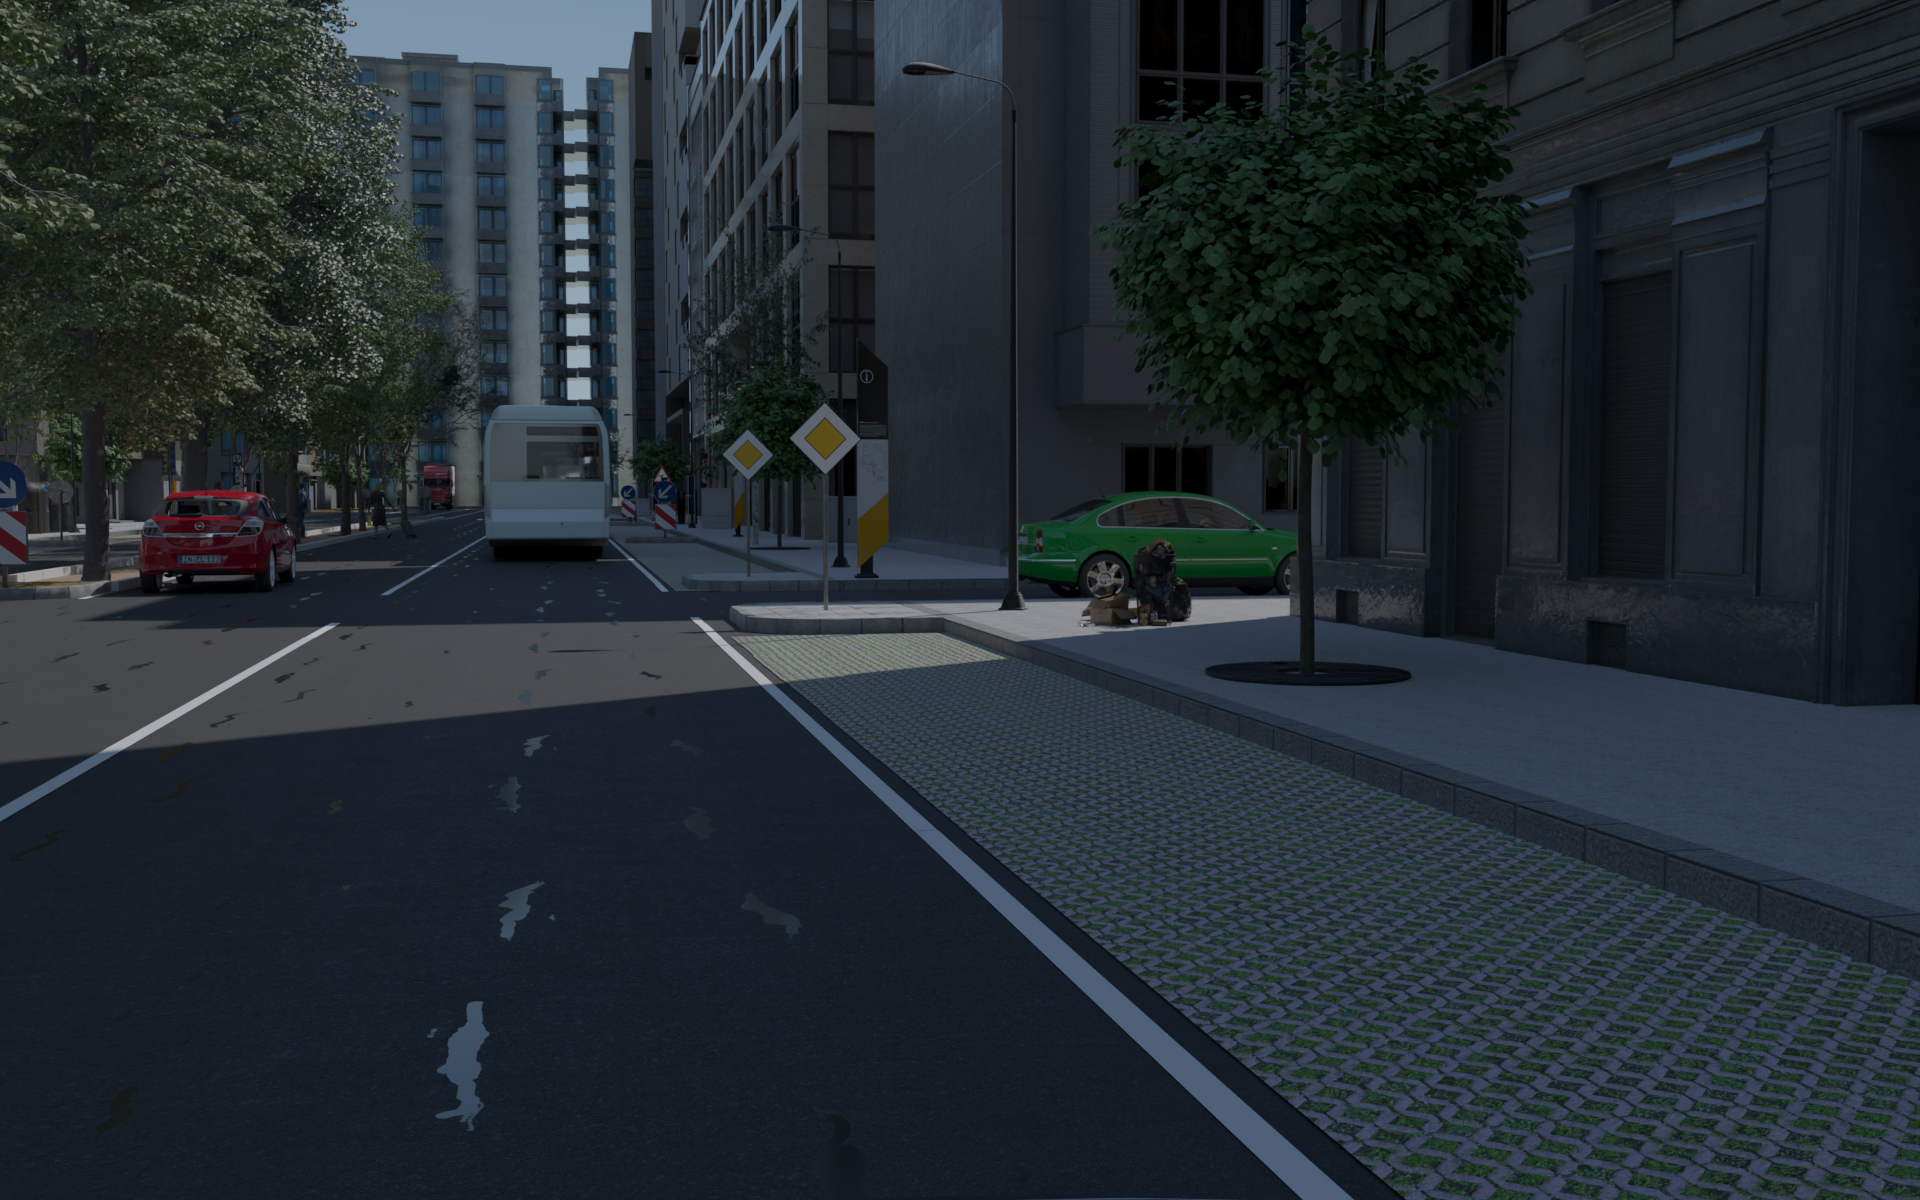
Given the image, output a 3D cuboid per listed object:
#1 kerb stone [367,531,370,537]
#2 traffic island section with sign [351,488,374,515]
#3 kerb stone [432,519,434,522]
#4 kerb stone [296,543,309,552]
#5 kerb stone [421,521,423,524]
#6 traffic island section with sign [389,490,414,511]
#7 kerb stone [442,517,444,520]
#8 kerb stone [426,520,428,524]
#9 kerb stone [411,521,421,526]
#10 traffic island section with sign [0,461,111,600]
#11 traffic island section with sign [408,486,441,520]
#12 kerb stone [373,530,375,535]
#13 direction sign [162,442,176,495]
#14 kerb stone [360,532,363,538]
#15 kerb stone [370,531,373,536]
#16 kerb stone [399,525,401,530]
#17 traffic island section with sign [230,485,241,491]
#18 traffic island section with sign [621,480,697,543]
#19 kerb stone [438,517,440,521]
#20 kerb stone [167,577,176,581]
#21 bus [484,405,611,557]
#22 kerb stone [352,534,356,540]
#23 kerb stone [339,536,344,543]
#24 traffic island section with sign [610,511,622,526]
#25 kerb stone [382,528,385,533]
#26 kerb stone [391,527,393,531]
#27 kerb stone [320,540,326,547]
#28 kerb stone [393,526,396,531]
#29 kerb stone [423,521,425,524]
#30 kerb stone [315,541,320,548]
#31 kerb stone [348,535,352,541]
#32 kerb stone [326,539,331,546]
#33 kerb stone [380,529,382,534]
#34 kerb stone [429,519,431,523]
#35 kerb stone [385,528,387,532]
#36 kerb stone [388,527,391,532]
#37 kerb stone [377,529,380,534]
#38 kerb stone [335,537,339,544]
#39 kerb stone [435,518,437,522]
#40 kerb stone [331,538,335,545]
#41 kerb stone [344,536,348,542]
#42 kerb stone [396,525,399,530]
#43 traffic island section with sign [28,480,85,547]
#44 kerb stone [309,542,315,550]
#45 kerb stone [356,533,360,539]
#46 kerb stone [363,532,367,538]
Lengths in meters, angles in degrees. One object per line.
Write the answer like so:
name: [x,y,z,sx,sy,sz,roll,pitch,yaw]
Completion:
kerb stone: [-19.899,-2.180,57.833,0.120,0.150,1.000,-1,4,-13]
traffic island section with sign: [-42.002,-6.964,122.485,1.989,1.847,2.006,-1,4,-13]
kerb stone: [-26.596,-3.952,86.816,0.120,0.150,1.000,-1,4,-13]
kerb stone: [-16.660,-1.320,43.823,0.120,0.150,1.000,-1,4,-13]
kerb stone: [-24.984,-3.522,79.831,0.120,0.150,1.000,-1,4,-13]
traffic island section with sign: [-48.334,-8.638,149.853,1.989,1.847,2.006,-1,4,-13]
kerb stone: [-28.212,-4.381,93.822,0.120,0.150,1.000,-1,4,-13]
kerb stone: [-25.668,-3.708,82.824,0.120,0.150,1.000,-1,4,-13]
kerb stone: [-24.753,-3.464,78.835,0.120,0.150,1.000,-1,4,-13]
traffic island section with sign: [-13.215,-0.987,24.270,2.006,1.907,1.989,-1,4,-13]
traffic island section with sign: [-30.147,-5.465,97.483,2.006,1.907,1.989,-1,4,-13]
kerb stone: [-20.360,-2.296,59.832,0.120,0.150,1.000,-1,4,-13]
direction sign: [-32.077,-4.787,70.272,0.876,3.537,0.379,2,4,32]
kerb stone: [-19.436,-2.058,55.839,0.120,0.150,1.000,-1,4,-13]
kerb stone: [-20.127,-2.240,58.833,0.120,0.150,1.000,-1,4,-13]
kerb stone: [-22.438,-2.852,68.829,0.120,0.150,1.000,-1,4,-13]
traffic island section with sign: [-30.702,-3.973,73.589,1.989,1.847,2.006,-1,4,-13]
traffic island section with sign: [-8.812,-2.584,50.877,1.989,1.847,2.006,-1,4,-13]
kerb stone: [-27.523,-4.197,90.821,0.120,0.150,1.000,-1,4,-13]
kerb stone: [-13.201,-0.406,28.840,0.120,0.150,1.000,-1,4,-13]
bus: [-10.138,-2.915,42.525,2.948,3.499,13.247,-1,4,-13]
kerb stone: [-18.973,-1.930,53.842,0.120,0.150,1.000,-1,4,-13]
kerb stone: [-18.283,-1.752,50.835,0.120,0.150,1.000,-1,4,-13]
traffic island section with sign: [-15.037,-4.231,77.801,1.989,1.847,2.006,-1,4,-13]
kerb stone: [-21.052,-2.481,62.839,0.120,0.150,1.000,-1,4,-13]
kerb stone: [-21.748,-2.669,65.833,0.120,0.150,1.000,-1,4,-13]
kerb stone: [-17.353,-1.495,46.833,0.120,0.150,1.000,-1,4,-13]
kerb stone: [-21.979,-2.730,66.829,0.120,0.150,1.000,-1,4,-13]
kerb stone: [-25.208,-3.586,80.829,0.120,0.150,1.000,-1,4,-13]
kerb stone: [-17.122,-1.445,45.828,0.120,0.150,1.000,-1,4,-13]
kerb stone: [-18.742,-1.871,52.846,0.120,0.150,1.000,-1,4,-13]
kerb stone: [-17.583,-1.568,47.837,0.120,0.150,1.000,-1,4,-13]
kerb stone: [-20.823,-2.422,61.835,0.120,0.150,1.000,-1,4,-13]
kerb stone: [-26.134,-3.824,84.824,0.120,0.150,1.000,-1,4,-13]
kerb stone: [-21.294,-2.547,63.832,0.120,0.150,1.000,-1,4,-13]
kerb stone: [-21.516,-2.608,64.830,0.120,0.150,1.000,-1,4,-13]
kerb stone: [-20.586,-2.363,60.832,0.120,0.150,1.000,-1,4,-13]
kerb stone: [-18.059,-1.691,49.838,0.120,0.150,1.000,-1,4,-13]
kerb stone: [-27.064,-4.074,88.826,0.120,0.150,1.000,-1,4,-13]
kerb stone: [-17.819,-1.626,48.838,0.120,0.150,1.000,-1,4,-13]
kerb stone: [-18.512,-1.814,51.848,0.120,0.150,1.000,-1,4,-13]
kerb stone: [-22.197,-2.791,67.828,0.120,0.150,1.000,-1,4,-13]
traffic island section with sign: [-24.617,-2.362,47.247,1.989,1.847,2.006,-1,4,-13]
kerb stone: [-16.891,-1.382,44.832,0.120,0.150,1.000,-1,4,-13]
kerb stone: [-19.207,-1.997,54.843,0.120,0.150,1.000,-1,4,-13]
kerb stone: [-19.660,-2.118,56.837,0.120,0.150,1.000,-1,4,-13]
